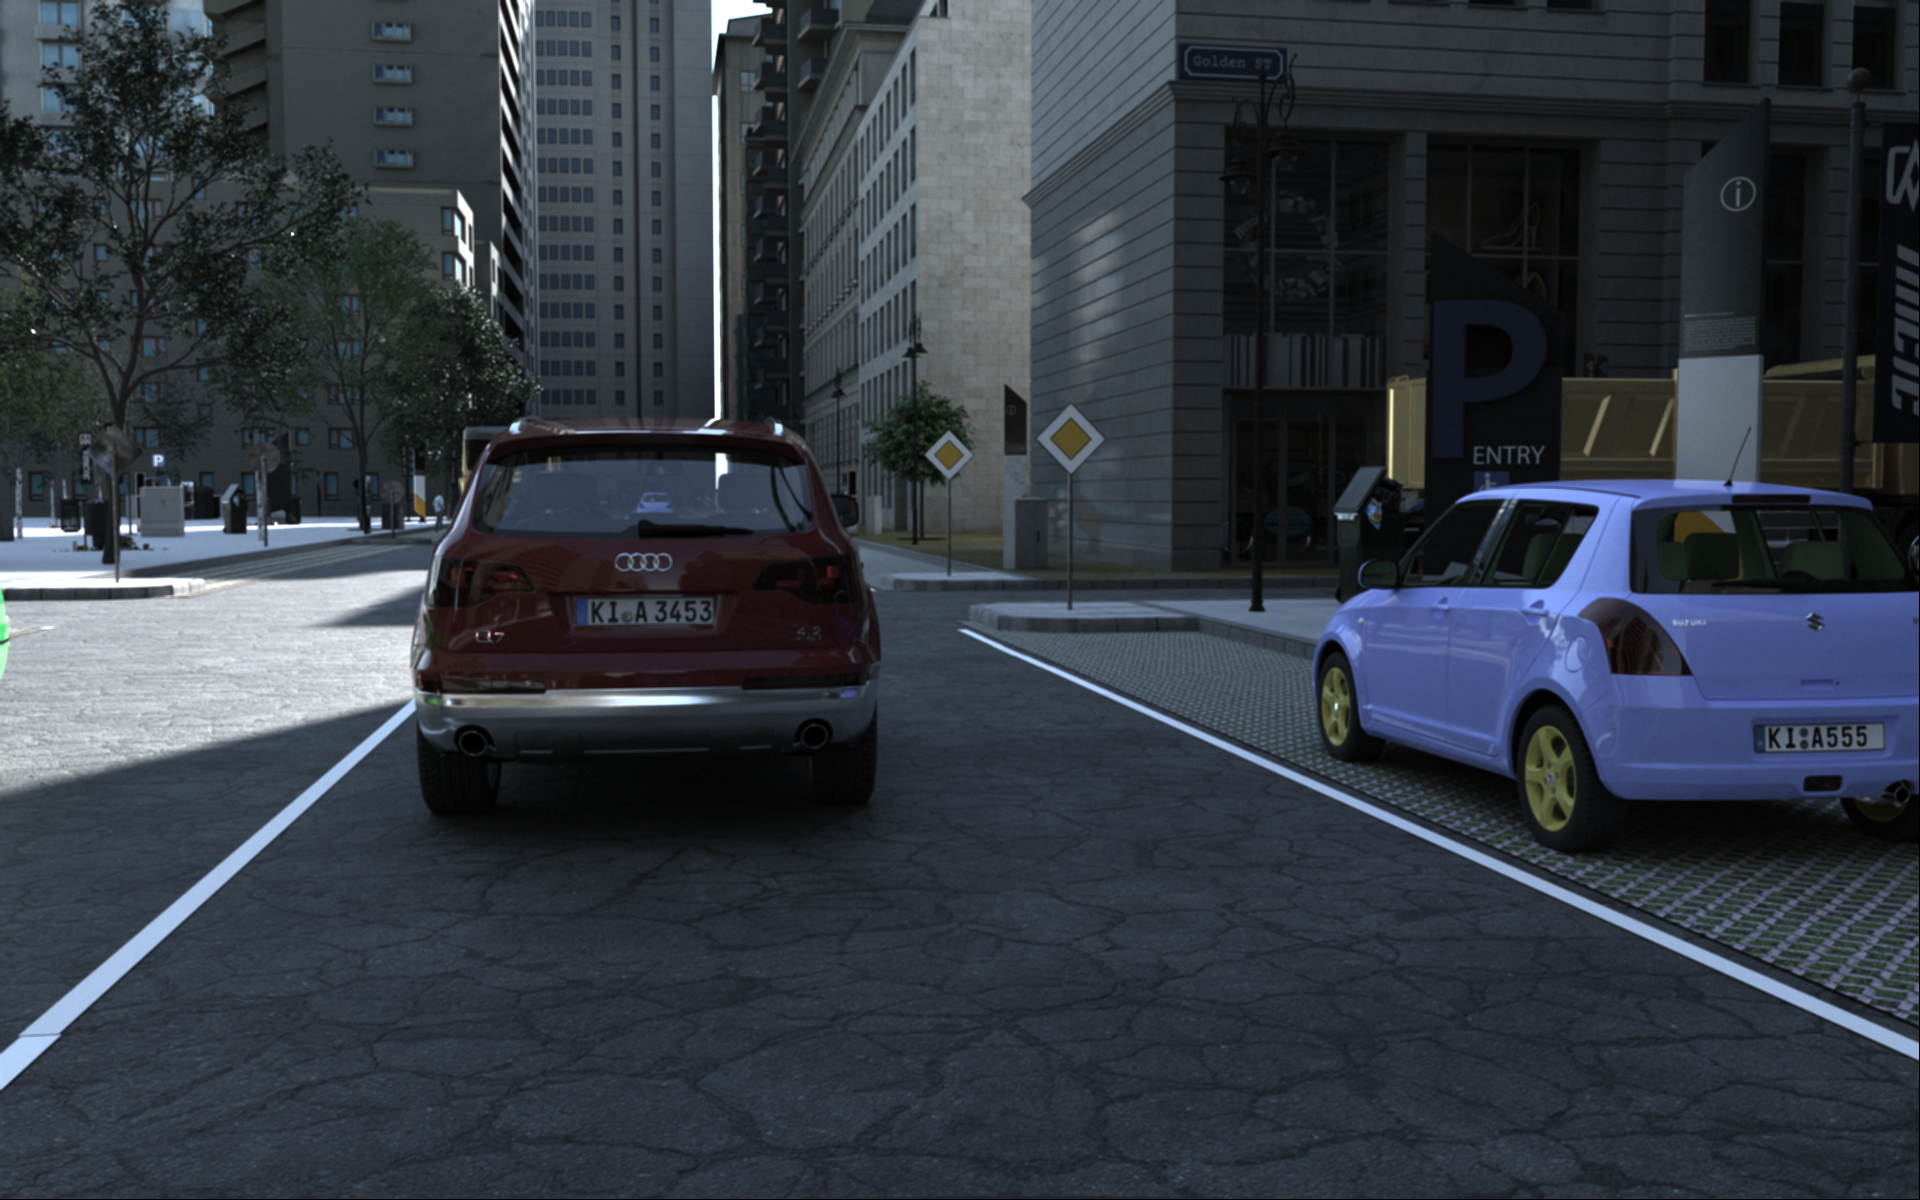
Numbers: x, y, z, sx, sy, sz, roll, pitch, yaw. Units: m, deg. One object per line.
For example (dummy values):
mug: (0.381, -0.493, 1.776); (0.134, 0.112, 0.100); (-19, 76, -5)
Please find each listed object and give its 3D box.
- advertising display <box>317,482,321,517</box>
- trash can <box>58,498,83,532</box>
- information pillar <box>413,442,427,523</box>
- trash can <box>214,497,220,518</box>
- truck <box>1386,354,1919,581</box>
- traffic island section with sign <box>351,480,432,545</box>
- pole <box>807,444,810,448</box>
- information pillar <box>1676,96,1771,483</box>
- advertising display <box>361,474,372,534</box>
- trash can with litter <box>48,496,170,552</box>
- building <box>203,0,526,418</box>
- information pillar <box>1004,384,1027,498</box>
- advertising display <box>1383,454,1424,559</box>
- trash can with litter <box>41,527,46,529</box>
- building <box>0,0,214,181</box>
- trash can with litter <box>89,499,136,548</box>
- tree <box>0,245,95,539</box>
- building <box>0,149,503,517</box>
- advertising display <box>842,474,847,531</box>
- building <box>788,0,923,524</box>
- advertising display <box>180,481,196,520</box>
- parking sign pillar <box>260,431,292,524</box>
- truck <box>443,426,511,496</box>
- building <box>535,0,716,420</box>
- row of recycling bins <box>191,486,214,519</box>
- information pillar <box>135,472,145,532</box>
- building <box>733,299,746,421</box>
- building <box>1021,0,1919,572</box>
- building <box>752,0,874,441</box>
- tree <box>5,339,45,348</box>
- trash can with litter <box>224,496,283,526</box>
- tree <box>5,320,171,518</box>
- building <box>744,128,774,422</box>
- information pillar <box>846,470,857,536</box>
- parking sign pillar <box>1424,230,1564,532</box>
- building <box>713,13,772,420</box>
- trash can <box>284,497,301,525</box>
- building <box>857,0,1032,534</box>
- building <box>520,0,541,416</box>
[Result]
advertising display: (-35.659, -5.578, 96.415); (0.123, 1.923, 0.974); (-1, 4, -17)
trash can: (-29.954, -2.855, 58.332); (0.748, 1.137, 0.748); (0, 3, 0)
information pillar: (-24.075, -5.250, 77.186); (0.504, 3.616, 0.183); (-3, 5, -40)
trash can: (-39.433, -4.884, 91.505); (0.748, 1.137, 0.748); (0, 3, 0)
truck: (11.172, -1.763, 24.744); (9.791, 3.379, 3.469); (-1, 4, -9)
traffic island section with sign: (-16.125, -2.484, 49.239); (1.989, 1.847, 2.006); (-1, 4, -10)
pole: (-6.268, -4.732, 71.204); (0.158, 3.312, 0.155); (0, 3, 0)
information pillar: (4.607, -1.169, 10.470); (0.504, 3.616, 0.183); (3, 5, 41)
advertising display: (-19.059, -3.085, 55.649); (0.123, 1.923, 0.974); (-1, 4, -9)
trash can with litter: (-19.234, -1.731, 39.367); (2.233, 1.210, 1.678); (-1, 4, -11)
building: (-45.824, -31.276, 135.065); (21.300, 48.544, 21.600); (-1, 4, -10)
information pillar: (1.164, -2.778, 36.778); (0.504, 3.616, 0.183); (0, 4, 2)
advertising display: (7.225, -1.388, 27.902); (0.974, 1.923, 0.123); (-2, 4, -24)
trash can with litter: (-33.406, -3.315, 65.253); (2.233, 1.210, 1.678); (-1, 4, -9)
building: (-75.619, -32.643, 153.315); (30.456, 49.044, 23.786); (-1, 4, -10)
trash can with litter: (-20.348, -1.848, 41.600); (1.055, 1.170, 0.624); (0, 4, 5)
tree: (-26.971, -6.067, 49.554); (4.737, 8.622, 4.395); (0, 3, 0)
building: (-44.551, -16.222, 110.262); (27.650, 21.520, 28.899); (-1, 4, -10)
advertising display: (-3.632, -3.068, 55.372); (0.123, 1.923, 0.974); (-1, 4, -11)
building: (0.553, -15.575, 87.939); (16.112, 22.955, 30.059); (-1, 4, -10)
advertising display: (-38.235, -4.921, 85.675); (0.974, 1.923, 0.123); (1, 4, 16)
parking sign pillar: (-29.302, -5.236, 74.083); (1.447, 3.967, 1.447); (-1, 4, -14)
truck: (-13.360, -3.440, 52.164); (3.469, 3.379, 9.791); (-1, 4, -11)
building: (-41.673, -39.718, 191.391); (28.212, 58.520, 21.231); (-1, 4, -10)
row of recycling bins: (-38.926, -5.012, 89.056); (1.069, 1.692, 3.534); (-1, 4, -20)
information pillar: (-27.814, -3.322, 58.803); (0.304, 2.012, 0.304); (-2, 4, -27)
building: (-6.780, -19.484, 163.597); (27.650, 21.520, 28.899); (-1, 4, -10)
building: (17.044, -15.778, 35.459); (29.804, 29.767, 11.434); (-1, 4, -10)
building: (-2.731, -28.397, 118.910); (22.147, 44.769, 28.867); (-1, 4, -10)
tree: (-42.867, -7.691, 76.110); (4.360, 8.622, 3.978); (0, 3, 0)
trash can with litter: (-28.701, -3.628, 70.381); (2.233, 1.210, 1.678); (-1, 4, -23)
tree: (-34.527, -7.257, 69.013); (4.360, 8.622, 3.978); (0, 3, 0)
building: (-10.518, -22.572, 140.749); (14.160, 30.474, 14.107); (-1, 4, -10)
information pillar: (-3.336, -2.994, 53.436); (0.304, 2.012, 0.304); (-1, 4, -12)
parking sign pillar: (5.383, -1.774, 17.484); (1.447, 3.967, 1.447); (1, 4, 21)
building: (-14.419, -37.388, 200.526); (27.495, 52.752, 28.713); (-1, 4, -10)
trash can: (-27.864, -3.713, 72.365); (0.748, 1.137, 0.748); (0, 3, 0)
building: (2.355, -12.832, 64.559); (10.420, 20.320, 16.860); (-1, 4, -10)
building: (-50.112, -44.123, 159.663); (20.611, 71.187, 20.563); (-1, 4, -10)
